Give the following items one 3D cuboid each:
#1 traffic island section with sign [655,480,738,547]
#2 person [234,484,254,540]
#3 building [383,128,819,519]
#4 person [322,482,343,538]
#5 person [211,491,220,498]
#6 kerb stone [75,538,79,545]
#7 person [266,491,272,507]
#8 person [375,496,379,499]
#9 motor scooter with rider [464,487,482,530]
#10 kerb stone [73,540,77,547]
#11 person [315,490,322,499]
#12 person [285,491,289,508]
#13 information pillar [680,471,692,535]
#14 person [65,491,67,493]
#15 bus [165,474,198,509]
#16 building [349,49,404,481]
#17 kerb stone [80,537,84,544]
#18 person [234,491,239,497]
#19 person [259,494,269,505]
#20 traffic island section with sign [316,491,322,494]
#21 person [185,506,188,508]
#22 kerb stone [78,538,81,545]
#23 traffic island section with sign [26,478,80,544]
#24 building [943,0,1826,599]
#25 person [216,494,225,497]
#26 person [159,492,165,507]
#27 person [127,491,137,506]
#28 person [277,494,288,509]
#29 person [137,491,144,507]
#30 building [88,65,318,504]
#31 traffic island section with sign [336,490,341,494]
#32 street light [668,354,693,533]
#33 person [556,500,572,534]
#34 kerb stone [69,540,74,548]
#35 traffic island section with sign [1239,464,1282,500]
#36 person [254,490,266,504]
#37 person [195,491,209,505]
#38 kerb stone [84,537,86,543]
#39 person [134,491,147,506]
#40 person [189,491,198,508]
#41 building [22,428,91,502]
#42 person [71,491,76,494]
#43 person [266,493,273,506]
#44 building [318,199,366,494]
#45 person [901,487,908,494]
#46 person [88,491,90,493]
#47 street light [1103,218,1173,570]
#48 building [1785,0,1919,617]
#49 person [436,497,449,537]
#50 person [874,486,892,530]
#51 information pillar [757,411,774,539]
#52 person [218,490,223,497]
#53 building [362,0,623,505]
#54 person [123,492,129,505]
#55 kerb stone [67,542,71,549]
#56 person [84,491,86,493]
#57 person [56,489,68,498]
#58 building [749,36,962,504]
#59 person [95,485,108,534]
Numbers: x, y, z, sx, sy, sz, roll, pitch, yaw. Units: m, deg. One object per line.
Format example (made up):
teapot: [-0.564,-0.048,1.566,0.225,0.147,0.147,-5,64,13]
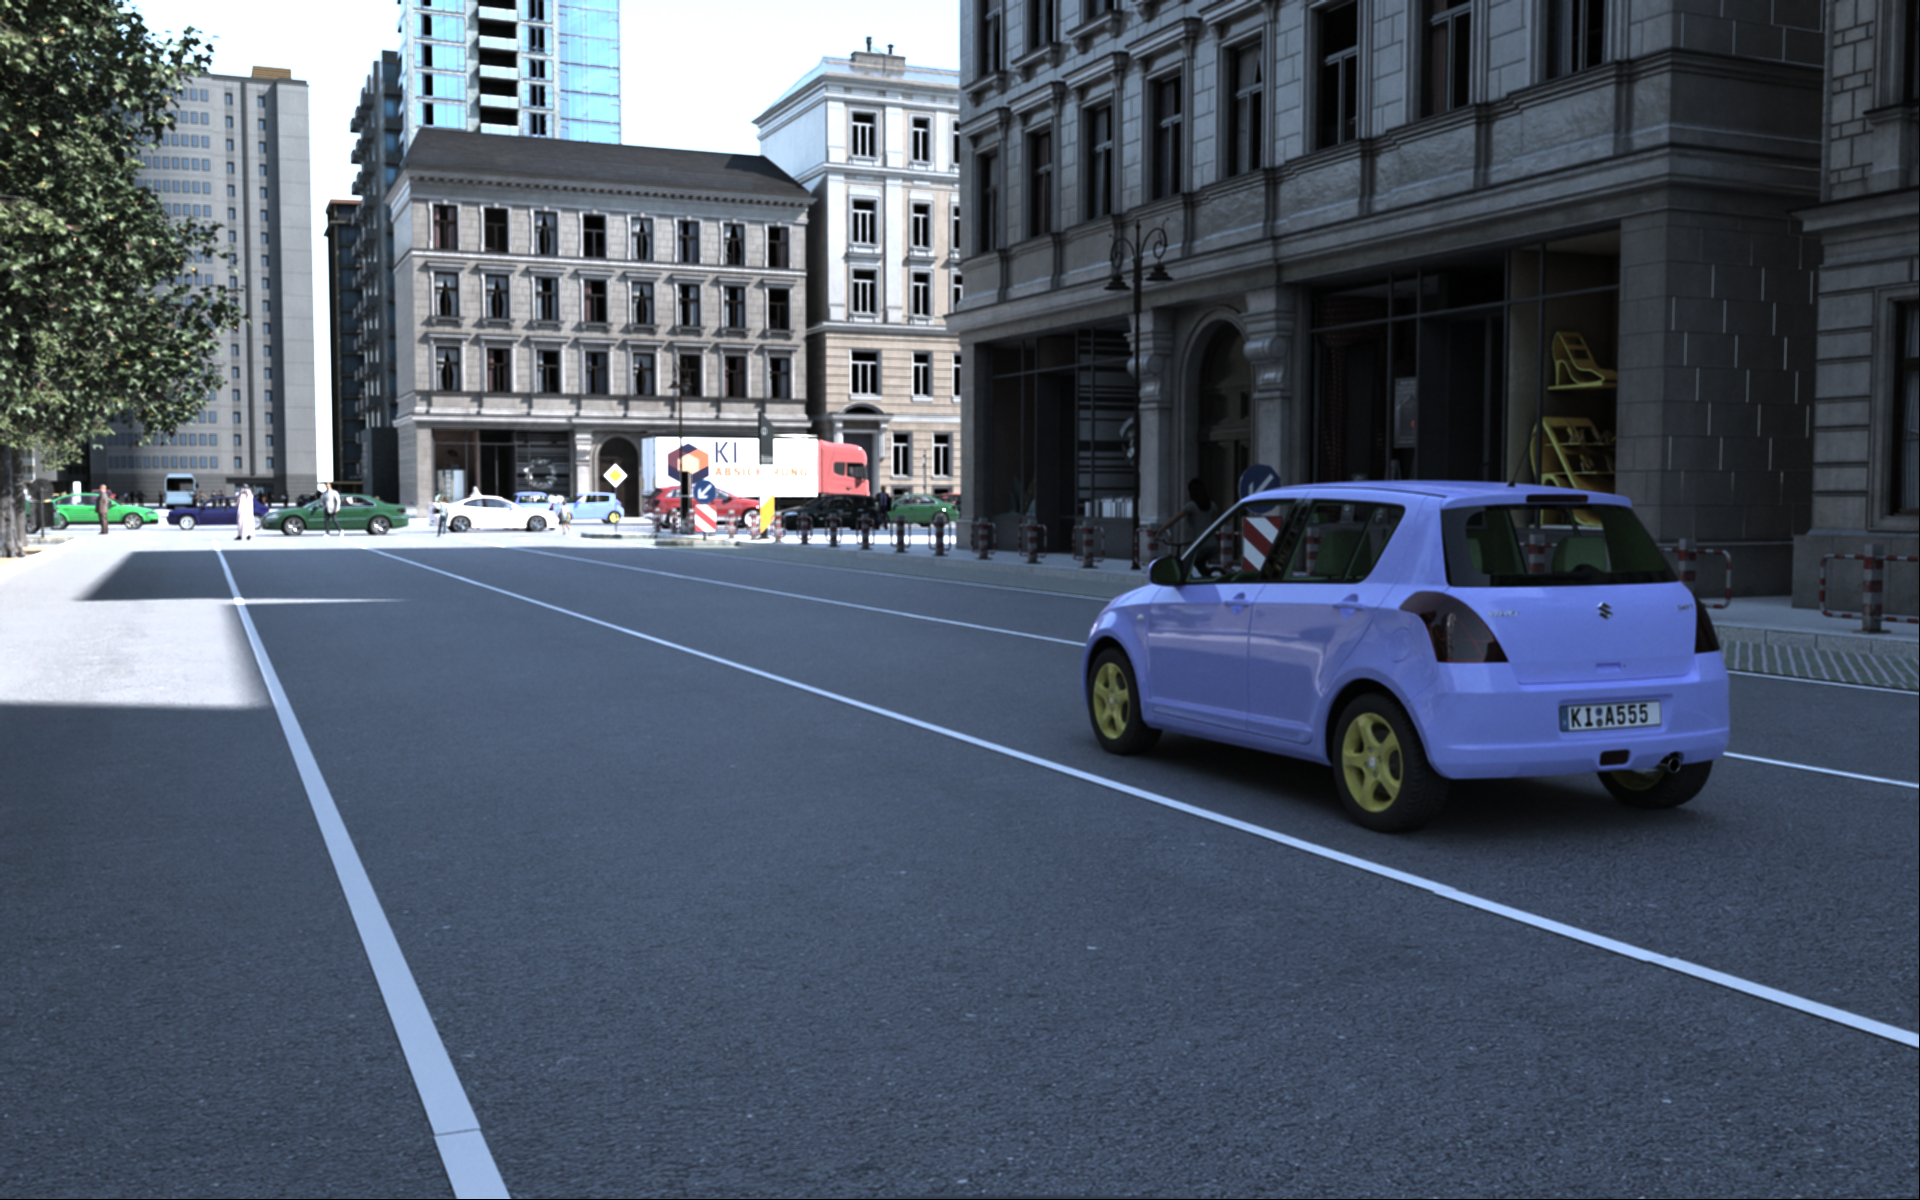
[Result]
traffic island section with sign: [-7.367,-2.404,47.941,1.989,1.847,2.006,-2,4,-24]
person: [-22.369,-2.753,54.172,0.621,1.740,0.551,1,4,18]
building: [-28.482,-14.806,92.981,40.483,20.767,10.553,-2,4,-24]
person: [-20.765,-2.989,57.214,0.661,1.843,0.795,1,4,14]
person: [-62.572,-8.339,145.646,0.742,1.727,0.445,-1,4,-22]
kerb stone: [-24.194,-1.532,47.238,0.120,0.150,1.000,-2,4,-24]
person: [-75.728,-11.093,189.889,0.705,1.822,1.348,-3,5,-44]
person: [-23.975,-3.586,71.046,0.435,1.345,0.340,2,4,30]
motor scooter with rider: [-19.663,-3.755,70.366,0.876,1.779,1.986,-1,4,-23]
kerb stone: [-23.783,-1.473,46.296,0.120,0.150,1.000,-2,4,-24]
person: [-69.651,-11.010,188.140,1.348,1.869,0.705,-1,4,-21]
person: [-66.734,-9.968,172.012,0.750,1.759,0.617,1,4,17]
information pillar: [-8.677,-3.080,54.846,0.304,2.012,0.304,0,4,5]
person: [-76.551,-8.494,148.087,1.217,1.735,0.721,2,4,30]
bus: [-73.931,-10.371,164.421,2.948,3.499,13.247,-2,4,-23]
building: [-55.293,-35.073,193.050,23.786,49.044,30.456,-2,4,-24]
kerb stone: [-25.024,-1.647,49.117,0.120,0.150,1.000,-2,4,-24]
person: [-90.355,-12.709,216.159,0.599,1.838,0.709,1,4,20]
person: [-59.125,-8.273,147.019,1.065,1.426,0.557,1,4,10]
traffic island section with sign: [-72.050,-11.361,194.385,1.989,1.847,2.006,-2,4,-24]
person: [-81.119,-10.592,181.766,1.350,1.814,0.705,3,5,40]
kerb stone: [-24.612,-1.588,48.176,0.120,0.150,1.000,-2,4,-24]
traffic island section with sign: [-26.692,-2.576,50.252,2.006,1.907,1.989,-2,4,-24]
building: [4.500,-11.579,40.232,10.553,20.767,40.483,-2,4,-24]
person: [-93.872,-12.932,219.901,1.348,1.831,0.705,-2,4,-34]
person: [-90.051,-11.386,195.461,0.742,1.727,0.445,0,4,-3]
person: [-86.149,-10.448,180.150,0.721,1.723,1.217,3,4,38]
person: [-60.202,-8.711,154.114,0.628,1.438,0.799,2,4,30]
person: [-88.297,-10.868,186.645,0.683,1.767,0.568,-3,4,-37]
building: [-104.320,-42.558,237.826,28.212,58.520,21.231,-2,4,-24]
traffic island section with sign: [-61.163,-9.853,169.718,1.989,1.847,2.006,-2,4,-24]
street light: [-9.208,-5.158,57.126,0.468,5.910,1.993,-2,4,-24]
person: [-14.034,-2.927,61.372,0.505,1.210,0.382,-2,4,-32]
kerb stone: [-23.366,-1.414,45.358,0.120,0.150,1.000,-2,4,-24]
traffic island section with sign: [3.520,-0.896,23.273,1.989,1.847,2.006,-2,4,-24]
person: [-70.195,-10.100,173.766,1.348,1.807,0.705,-3,5,-44]
person: [-66.020,-8.658,150.786,1.217,1.735,0.721,-2,4,-26]
kerb stone: [-25.443,-1.703,50.061,0.120,0.150,1.000,-2,4,-24]
person: [-92.016,-11.373,194.544,1.348,1.812,0.705,-1,4,-20]
person: [-70.059,-9.112,158.276,0.742,1.727,0.445,-2,4,-35]
building: [-130.873,-33.152,233.916,23.993,40.220,32.217,-2,4,-24]
person: [-78.936,-8.871,154.217,0.621,1.740,0.551,2,4,31]
person: [-86.208,-12.657,216.164,1.217,1.735,0.721,0,4,-5]
building: [-78.218,-36.536,251.987,28.867,44.769,22.147,-2,4,-24]
person: [-2.872,-4.954,89.862,0.532,1.782,0.716,2,4,28]
person: [-87.890,-10.131,174.856,1.217,1.736,0.721,-2,4,-26]
street light: [2.988,-3.453,29.248,0.468,5.910,1.993,-2,4,-24]
building: [17.330,-9.046,12.529,10.561,19.102,19.286,-2,4,-24]
person: [-17.379,-2.799,58.180,0.435,1.345,0.340,-1,4,-19]
person: [-2.771,-3.259,62.602,0.655,1.722,0.431,-1,4,-18]
information pillar: [-5.503,-3.533,49.124,0.504,3.616,0.183,-3,5,-43]
person: [-84.128,-11.553,197.259,0.599,1.838,0.709,1,4,19]
building: [-44.060,-52.028,163.331,22.319,86.520,31.000,-2,4,-24]
person: [-93.283,-11.283,193.915,0.756,1.711,0.436,3,4,36]
kerb stone: [-22.961,-1.352,44.413,0.120,0.150,1.000,-2,4,-24]
person: [-94.908,-10.941,188.113,0.721,1.736,1.217,0,4,-1]
person: [-71.620,-7.940,138.421,1.348,1.812,0.705,-2,4,-24]
building: [-1.169,-19.601,106.382,20.117,28.700,13.634,-2,4,-24]
person: [-30.648,-3.228,61.832,0.434,1.755,0.990,-1,4,-14]
